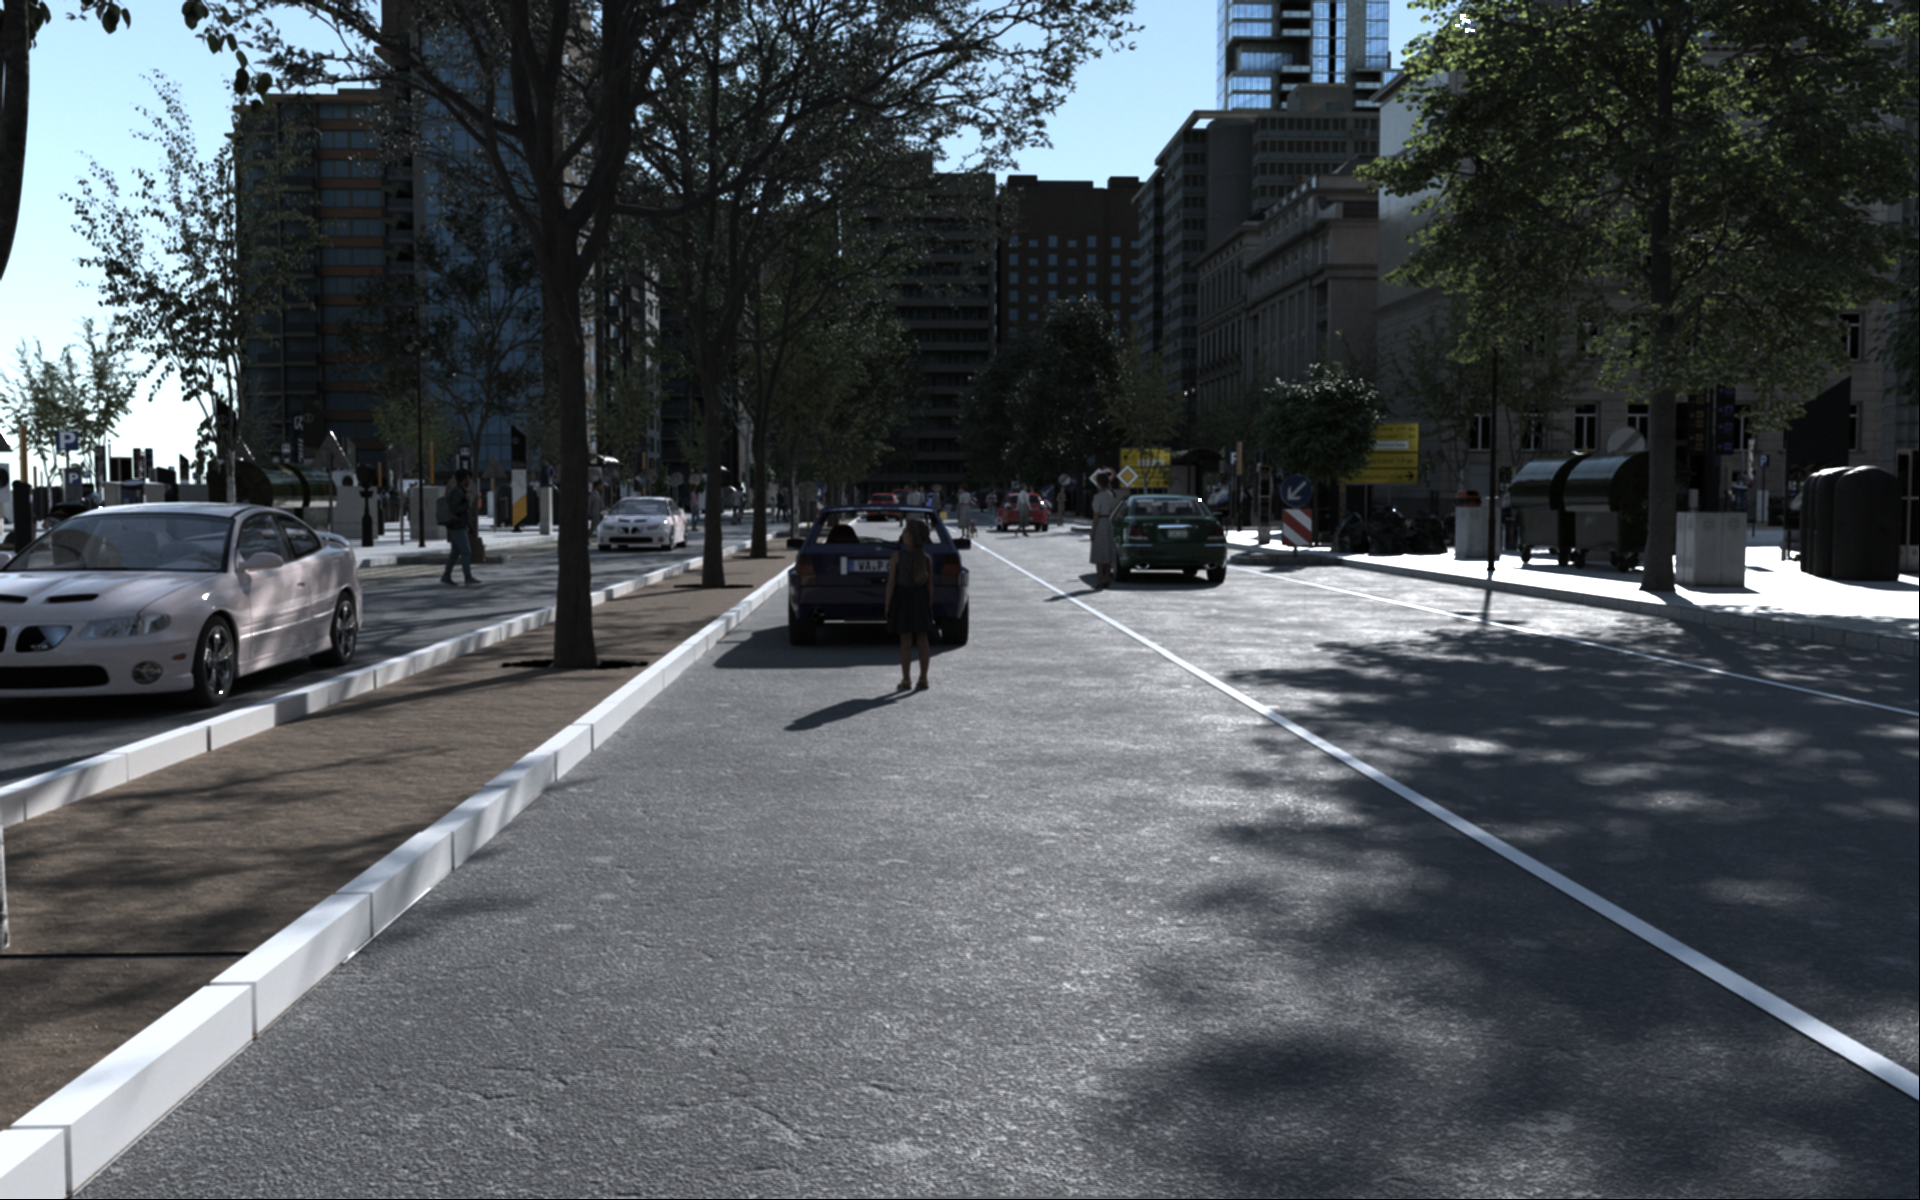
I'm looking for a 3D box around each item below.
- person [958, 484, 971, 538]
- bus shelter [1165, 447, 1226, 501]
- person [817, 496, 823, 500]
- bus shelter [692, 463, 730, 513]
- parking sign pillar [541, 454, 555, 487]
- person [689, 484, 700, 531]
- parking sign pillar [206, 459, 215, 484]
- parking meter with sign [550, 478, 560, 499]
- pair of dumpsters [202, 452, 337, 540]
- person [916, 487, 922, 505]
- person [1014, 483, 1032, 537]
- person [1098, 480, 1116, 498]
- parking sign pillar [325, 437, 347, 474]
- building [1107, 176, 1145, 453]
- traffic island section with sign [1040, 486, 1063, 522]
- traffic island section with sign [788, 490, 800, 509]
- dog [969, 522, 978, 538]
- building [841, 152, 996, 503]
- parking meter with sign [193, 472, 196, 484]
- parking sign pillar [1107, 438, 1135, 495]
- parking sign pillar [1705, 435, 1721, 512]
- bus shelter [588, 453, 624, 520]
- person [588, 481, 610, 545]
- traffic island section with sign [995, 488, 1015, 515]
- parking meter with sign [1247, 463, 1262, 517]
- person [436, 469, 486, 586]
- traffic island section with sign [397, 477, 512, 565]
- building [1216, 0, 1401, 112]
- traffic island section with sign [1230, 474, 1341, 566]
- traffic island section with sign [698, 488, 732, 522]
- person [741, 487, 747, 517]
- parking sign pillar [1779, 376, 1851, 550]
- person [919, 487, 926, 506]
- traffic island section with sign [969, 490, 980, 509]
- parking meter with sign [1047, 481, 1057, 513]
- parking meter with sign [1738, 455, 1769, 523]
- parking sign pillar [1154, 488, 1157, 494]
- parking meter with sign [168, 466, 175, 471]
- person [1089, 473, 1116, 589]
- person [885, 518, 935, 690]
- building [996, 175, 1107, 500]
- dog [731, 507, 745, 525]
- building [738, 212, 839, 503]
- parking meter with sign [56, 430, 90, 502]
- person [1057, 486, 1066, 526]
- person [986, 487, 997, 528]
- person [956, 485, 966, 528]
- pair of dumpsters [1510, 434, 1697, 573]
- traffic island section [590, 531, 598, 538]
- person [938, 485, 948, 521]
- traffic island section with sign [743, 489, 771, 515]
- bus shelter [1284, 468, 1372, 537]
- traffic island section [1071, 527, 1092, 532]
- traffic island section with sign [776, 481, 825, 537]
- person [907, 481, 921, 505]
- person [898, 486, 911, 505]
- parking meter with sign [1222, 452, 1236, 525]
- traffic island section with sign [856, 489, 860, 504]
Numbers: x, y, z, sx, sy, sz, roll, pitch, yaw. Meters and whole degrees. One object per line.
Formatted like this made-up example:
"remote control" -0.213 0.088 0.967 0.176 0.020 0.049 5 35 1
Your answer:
"person" 0.124 -2.874 56.055 0.480 1.755 0.524 -2 4 -34
"bus shelter" 10.419 -5.133 77.852 2.014 3.302 5.546 0 4 -2
"person" -10.844 -7.777 135.429 0.755 1.850 0.659 -2 4 -24
"bus shelter" -16.573 -7.433 115.453 2.014 3.302 5.546 0 4 -2
"parking sign pillar" -27.708 -7.835 116.567 1.447 3.967 1.447 1 4 9
"person" -10.224 -3.559 66.704 0.388 1.821 0.555 -2 4 -31
"parking sign pillar" -42.357 -6.758 98.965 1.447 3.967 1.447 -3 5 -44
"parking meter with sign" -19.584 -5.382 84.263 1.738 3.016 0.543 -2 4 -30
"pair of dumpsters" -15.213 -2.189 38.290 1.574 2.255 4.437 0 4 -2
"person" -1.790 -3.813 71.242 0.661 1.777 0.834 -3 4 -36
"person" 2.091 -3.029 58.246 0.641 1.798 0.478 -1 4 -23
"person" 4.694 -2.921 55.622 0.648 1.900 0.474 -3 5 -41
"parking sign pillar" -29.682 -5.712 81.863 1.447 3.967 1.447 0 4 5
"building" 26.649 -36.512 247.081 14.200 45.320 14.600 0 4 -2
"traffic island section with sign" 4.348 -5.038 90.998 1.989 1.847 2.006 0 4 -2
"traffic island section with sign" -15.756 -9.732 167.740 1.989 1.847 2.006 0 4 -2
"dog" 0.441 -2.314 57.120 0.406 0.507 0.540 -2 4 -25
"building" -6.042 -38.180 247.939 21.600 48.544 21.300 0 4 -2
"parking meter with sign" -60.433 -8.712 138.701 1.738 3.016 0.543 0 4 -2
"parking sign pillar" 7.814 -5.850 84.119 1.447 3.967 1.447 2 4 30
"parking sign pillar" 34.605 -5.576 79.641 1.447 3.967 1.447 1 4 15
"bus shelter" -18.437 -5.737 87.731 2.014 3.302 5.546 0 4 -2
"person" -10.110 -2.402 48.054 0.850 1.792 0.678 1 4 9
"traffic island section with sign" 3.242 -6.691 118.018 1.989 1.847 2.006 0 4 -2
"parking meter with sign" 16.160 -6.211 97.813 0.543 3.016 1.738 -3 5 -41
"person" -7.731 -1.124 26.865 0.713 1.824 0.794 0 4 1
"traffic island section with sign" -10.408 -1.668 35.894 1.989 1.847 2.006 0 4 -2
"building" 49.661 -57.360 250.503 31.000 86.520 22.319 0 4 -2
"traffic island section with sign" 6.605 -1.641 35.453 1.989 1.847 2.006 0 4 -2
"traffic island section with sign" -12.626 -5.012 90.571 1.989 1.847 2.006 0 4 -2
"person" -13.325 -5.953 105.606 0.659 1.850 0.755 0 4 -2
"parking sign pillar" 19.686 -3.140 39.811 1.447 3.967 1.447 2 4 24
"person" -1.737 -4.408 80.971 0.834 1.777 0.661 3 5 42
"traffic island section with sign" 1.208 -9.753 168.090 1.989 1.847 2.006 0 4 -2
"parking meter with sign" 6.147 -7.406 117.343 0.543 3.016 1.738 -1 4 -13
"parking meter with sign" 34.771 -4.908 76.512 1.738 3.016 0.543 -1 4 -12
"parking sign pillar" 15.436 -9.180 138.566 1.447 3.967 1.447 1 4 19
"parking meter with sign" -50.307 -6.887 108.864 1.738 3.016 0.543 0 4 6
"person" 2.114 -1.058 26.371 0.524 1.755 0.480 3 5 42
"person" -0.372 0.028 12.708 0.362 1.253 0.373 -1 4 -16
"building" 12.483 -36.444 245.967 14.200 45.320 14.600 0 4 -2
"dog" -10.402 -3.864 80.009 0.800 0.831 0.513 1 4 10
"building" -24.072 -34.304 244.457 14.086 41.232 14.154 0 4 -2
"parking meter with sign" -23.996 -3.090 46.779 0.543 3.016 1.738 -2 4 -32
"person" 4.526 -4.170 77.015 0.599 1.781 0.374 -3 5 -44
"person" 1.321 -3.901 73.121 0.563 1.720 0.643 3 5 44
"person" 0.094 -3.903 72.493 0.473 1.802 0.592 2 4 33
"pair of dumpsters" 11.143 -1.693 30.174 1.574 2.255 4.437 0 4 -2
"traffic island section" -11.619 -2.169 57.747 2.009 0.180 2.903 0 4 -2
"person" -0.843 -3.747 69.988 0.699 1.804 1.509 0 4 -1
"traffic island section with sign" -13.727 -6.673 117.724 1.989 1.847 2.006 0 4 -2
"bus shelter" 11.572 -3.921 55.396 1.731 3.624 6.357 0 4 -2
"traffic island section" 5.335 -2.700 66.419 2.009 0.180 2.903 0 4 -2
"traffic island section with sign" -5.137 -3.065 58.243 2.006 1.907 1.989 0 4 -2
"person" -1.183 -2.043 42.465 0.524 1.755 0.480 3 5 44
"person" -2.389 -4.071 75.239 0.661 1.801 0.590 -1 4 -15
"parking meter with sign" 10.987 -4.626 71.894 0.543 3.016 1.738 -1 4 -20
"traffic island section with sign" -8.484 -8.109 140.721 2.006 1.907 1.989 0 4 -2
